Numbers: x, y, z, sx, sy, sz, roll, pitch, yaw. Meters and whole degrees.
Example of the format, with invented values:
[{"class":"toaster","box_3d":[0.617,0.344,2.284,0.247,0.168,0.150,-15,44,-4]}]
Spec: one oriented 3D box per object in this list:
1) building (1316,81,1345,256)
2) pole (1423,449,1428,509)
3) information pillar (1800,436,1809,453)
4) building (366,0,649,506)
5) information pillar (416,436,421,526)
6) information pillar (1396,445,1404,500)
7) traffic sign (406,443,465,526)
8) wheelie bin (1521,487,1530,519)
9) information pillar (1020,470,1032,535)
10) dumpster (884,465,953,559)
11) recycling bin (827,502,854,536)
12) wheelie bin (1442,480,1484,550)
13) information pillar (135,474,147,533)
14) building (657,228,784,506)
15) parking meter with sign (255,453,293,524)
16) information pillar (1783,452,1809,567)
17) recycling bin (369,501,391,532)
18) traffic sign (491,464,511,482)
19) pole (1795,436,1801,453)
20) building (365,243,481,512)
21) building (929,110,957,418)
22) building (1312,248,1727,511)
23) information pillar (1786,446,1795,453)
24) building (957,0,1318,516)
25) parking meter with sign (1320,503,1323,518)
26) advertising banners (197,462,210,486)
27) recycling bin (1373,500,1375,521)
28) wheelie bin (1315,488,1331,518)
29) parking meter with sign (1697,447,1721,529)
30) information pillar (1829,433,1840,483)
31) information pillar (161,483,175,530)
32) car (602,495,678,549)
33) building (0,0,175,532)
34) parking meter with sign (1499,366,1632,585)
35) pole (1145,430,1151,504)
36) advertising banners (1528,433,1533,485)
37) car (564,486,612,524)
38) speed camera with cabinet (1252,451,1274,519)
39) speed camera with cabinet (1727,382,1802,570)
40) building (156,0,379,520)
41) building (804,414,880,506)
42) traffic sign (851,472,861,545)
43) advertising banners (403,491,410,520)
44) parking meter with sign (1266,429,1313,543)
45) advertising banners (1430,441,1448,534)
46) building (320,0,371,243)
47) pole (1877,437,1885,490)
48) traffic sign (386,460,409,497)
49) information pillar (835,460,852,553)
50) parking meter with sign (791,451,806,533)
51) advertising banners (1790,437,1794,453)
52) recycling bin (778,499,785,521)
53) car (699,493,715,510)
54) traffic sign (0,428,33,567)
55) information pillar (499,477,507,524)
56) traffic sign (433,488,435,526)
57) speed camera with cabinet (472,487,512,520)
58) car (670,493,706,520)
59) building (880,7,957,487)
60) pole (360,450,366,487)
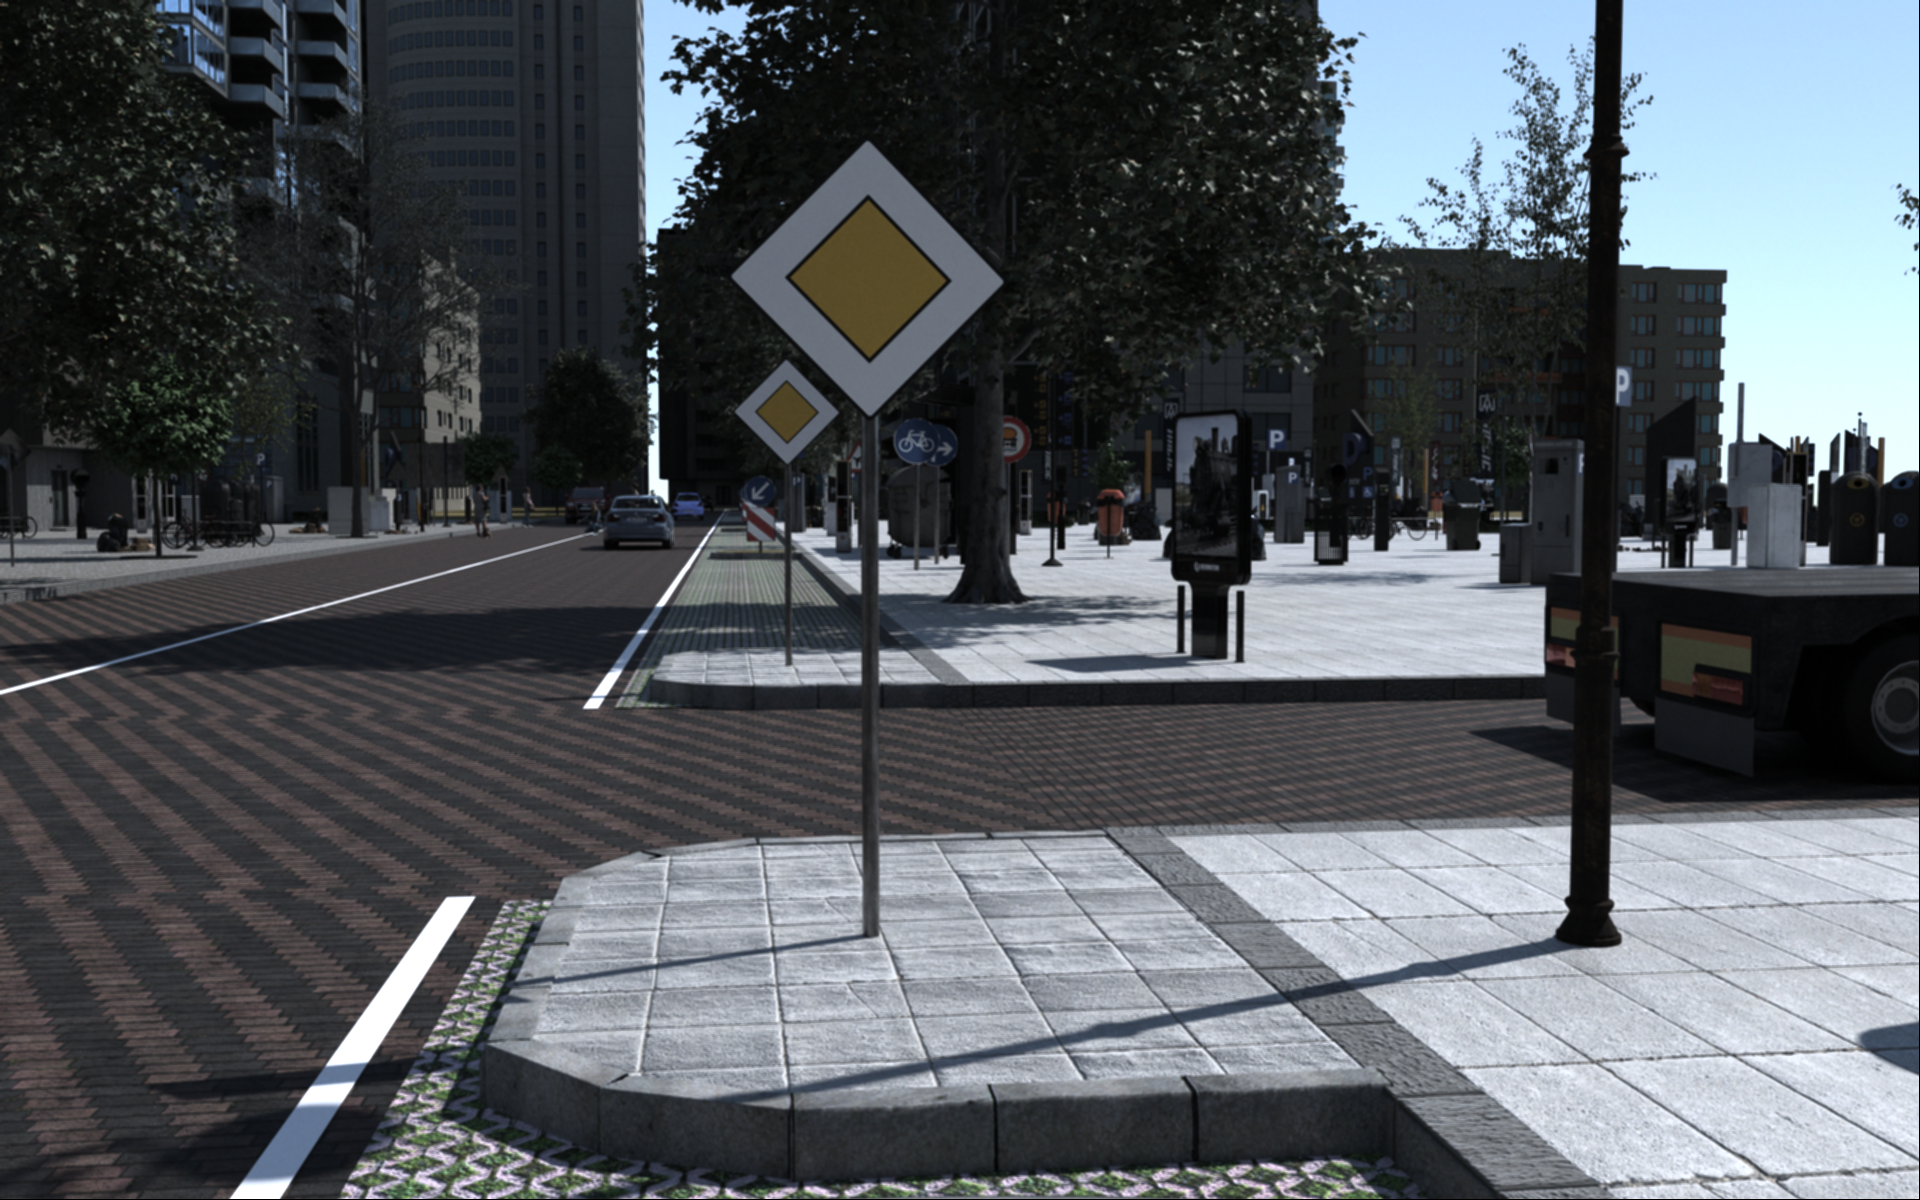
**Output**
[{"class":"building","box_3d":[27.263,-35.428,198.858,30.456,49.044,23.786,0,4,-7]},{"class":"pole","box_3d":[20.870,-5.129,77.703,0.158,3.312,0.155,0,3,0]},{"class":"information pillar","box_3d":[34.150,-4.815,70.086,0.504,3.616,0.183,-2,4,-35]},{"class":"building","box_3d":[-48.343,-39.475,187.416,28.212,58.520,21.231,0,4,-7]},{"class":"information pillar","box_3d":[-21.940,-4.822,70.195,0.183,3.616,0.504,-2,4,-29]},{"class":"information pillar","box_3d":[20.883,-5.560,82.267,0.504,3.616,0.183,-3,5,-43]},{"class":"traffic sign","box_3d":[-20.792,-4.577,68.701,2.265,3.308,0.079,0,4,-4]},{"class":"wheelie bin","box_3d":[26.513,-4.440,80.494,0.980,1.594,0.693,3,5,40]},{"class":"information pillar","box_3d":[2.045,-3.024,53.928,0.304,2.012,0.304,1,4,18]},{"class":"dumpster","box_3d":[-0.825,-1.780,34.866,1.264,1.857,1.865,0,4,-7]},{"class":"recycling bin","box_3d":[-3.646,-2.462,52.809,0.722,1.027,0.722,0,4,6]},{"class":"wheelie bin","box_3d":[11.467,-1.940,39.632,0.980,1.594,0.693,-1,4,-12]},{"class":"information pillar","box_3d":[-26.771,-3.188,56.611,0.304,2.012,0.304,-2,4,-27]},{"class":"building","box_3d":[-25.593,-25.445,187.732,14.107,30.474,14.160,0,4,-7]},{"class":"parking meter with sign","box_3d":[-29.174,-4.742,73.786,0.543,3.016,1.738,1,4,17]},{"class":"information pillar","box_3d":[14.839,-1.606,30.748,0.304,2.012,0.304,1,4,11]},{"class":"recycling bin","box_3d":[-19.974,-2.864,59.373,0.722,1.027,0.722,-2,4,-34]},{"class":"traffic sign","box_3d":[-20.087,-4.633,75.756,0.884,2.594,0.081,0,4,2]},{"class":"pole","box_3d":[29.332,-4.090,60.722,0.158,3.312,0.155,0,3,0]},{"class":"building","box_3d":[-53.948,-17.674,134.008,28.899,21.520,27.650,0,4,-7]},{"class":"building","box_3d":[4.477,-21.656,125.771,14.160,30.474,14.107,0,4,-7]},{"class":"building","box_3d":[42.926,-18.380,145.545,28.899,21.520,27.650,0,4,-7]},{"class":"information pillar","box_3d":[40.649,-5.714,84.774,0.504,3.616,0.183,1,4,10]},{"class":"building","box_3d":[9.058,-40.937,107.566,20.563,71.187,20.611,0,4,-7]},{"class":"parking meter with sign","box_3d":[16.499,-5.284,82.654,1.738,3.016,0.543,3,5,41]},{"class":"advertising banners","box_3d":[-24.827,-3.818,58.609,2.074,3.025,0.090,-1,4,-9]},{"class":"recycling bin","box_3d":[18.546,-3.975,77.543,0.722,1.027,0.722,1,4,10]},{"class":"wheelie bin","box_3d":[17.532,-4.666,84.196,0.980,1.594,0.693,-1,4,-23]},{"class":"parking meter with sign","box_3d":[27.410,-4.181,64.617,1.738,3.016,0.543,2,4,24]},{"class":"information pillar","box_3d":[33.295,-4.563,65.960,0.504,3.616,0.183,-2,4,-28]},{"class":"information pillar","box_3d":[-28.503,-3.538,62.331,0.304,2.012,0.304,2,4,33]},{"class":"car","box_3d":[-8.545,-2.091,46.188,2.014,1.417,4.499,-1,4,-8]},{"class":"building","box_3d":[-36.852,-17.591,59.308,14.160,30.474,14.107,0,4,-7]},{"class":"parking meter with sign","box_3d":[8.439,-1.716,24.321,0.543,3.016,1.738,-3,5,-41]},{"class":"pole","box_3d":[6.020,-3.770,55.476,0.158,3.312,0.155,0,3,0]},{"class":"advertising banners","box_3d":[17.102,-3.339,50.772,0.090,3.025,2.074,3,5,43]},{"class":"car","box_3d":[-18.082,-4.638,84.497,2.281,1.827,5.304,0,4,-8]},{"class":"speed camera with cabinet","box_3d":[13.899,-5.193,79.243,0.660,3.252,2.038,3,4,39]},{"class":"speed camera with cabinet","box_3d":[13.969,-2.187,30.086,0.660,3.252,2.038,0,4,5]},{"class":"building","box_3d":[-45.972,-47.965,96.900,22.319,86.520,31.000,0,4,-7]},{"class":"building","box_3d":[-4.098,-35.173,194.689,30.456,49.044,23.786,0,4,-7]},{"class":"traffic sign","box_3d":[-2.511,-2.680,43.820,0.884,2.594,0.081,0,4,-1]},{"class":"advertising banners","box_3d":[-25.367,-5.085,79.329,0.090,3.025,2.074,0,4,-3]},{"class":"parking meter with sign","box_3d":[8.638,-3.026,45.734,0.543,3.016,1.738,-1,4,-11]},{"class":"advertising banners","box_3d":[15.845,-3.666,56.127,0.090,3.025,2.074,-1,4,-20]},{"class":"building","box_3d":[-73.367,-45.549,182.973,20.611,71.187,20.563,0,4,-7]},{"class":"pole","box_3d":[33.079,-4.184,62.253,0.158,3.312,0.155,0,3,0]},{"class":"traffic sign","box_3d":[-21.636,-4.077,66.658,0.884,2.594,0.081,0,4,2]},{"class":"information pillar","box_3d":[-2.539,-2.039,37.822,0.304,2.012,0.304,0,4,7]},{"class":"parking meter with sign","box_3d":[-5.403,-3.767,57.852,0.543,3.016,1.738,0,4,-1]},{"class":"advertising banners","box_3d":[25.579,-3.510,53.576,0.090,3.025,2.074,1,4,18]},{"class":"recycling bin","box_3d":[-8.353,-4.370,84.009,0.722,1.027,0.722,2,4,34]},{"class":"car","box_3d":[-22.553,-8.728,152.494,2.009,1.686,4.222,0,4,-7]},{"class":"traffic sign","box_3d":[-16.721,-1.793,30.504,0.795,2.450,0.064,0,4,-1]},{"class":"information pillar","box_3d":[-19.655,-4.282,74.501,0.304,2.012,0.304,-1,4,-18]},{"class":"traffic sign","box_3d":[-20.978,-4.220,69.008,0.884,2.594,0.081,0,4,1]},{"class":"speed camera with cabinet","box_3d":[-23.131,-5.577,85.520,0.660,3.252,2.038,2,4,35]},{"class":"car","box_3d":[-14.961,-5.245,95.342,1.945,1.707,3.694,-1,4,-9]},{"class":"building","box_3d":[4.808,-31.798,143.600,21.300,48.544,21.600,0,4,-7]},{"class":"pole","box_3d":[-27.388,-5.241,79.536,0.158,3.312,0.155,0,3,0]}]
